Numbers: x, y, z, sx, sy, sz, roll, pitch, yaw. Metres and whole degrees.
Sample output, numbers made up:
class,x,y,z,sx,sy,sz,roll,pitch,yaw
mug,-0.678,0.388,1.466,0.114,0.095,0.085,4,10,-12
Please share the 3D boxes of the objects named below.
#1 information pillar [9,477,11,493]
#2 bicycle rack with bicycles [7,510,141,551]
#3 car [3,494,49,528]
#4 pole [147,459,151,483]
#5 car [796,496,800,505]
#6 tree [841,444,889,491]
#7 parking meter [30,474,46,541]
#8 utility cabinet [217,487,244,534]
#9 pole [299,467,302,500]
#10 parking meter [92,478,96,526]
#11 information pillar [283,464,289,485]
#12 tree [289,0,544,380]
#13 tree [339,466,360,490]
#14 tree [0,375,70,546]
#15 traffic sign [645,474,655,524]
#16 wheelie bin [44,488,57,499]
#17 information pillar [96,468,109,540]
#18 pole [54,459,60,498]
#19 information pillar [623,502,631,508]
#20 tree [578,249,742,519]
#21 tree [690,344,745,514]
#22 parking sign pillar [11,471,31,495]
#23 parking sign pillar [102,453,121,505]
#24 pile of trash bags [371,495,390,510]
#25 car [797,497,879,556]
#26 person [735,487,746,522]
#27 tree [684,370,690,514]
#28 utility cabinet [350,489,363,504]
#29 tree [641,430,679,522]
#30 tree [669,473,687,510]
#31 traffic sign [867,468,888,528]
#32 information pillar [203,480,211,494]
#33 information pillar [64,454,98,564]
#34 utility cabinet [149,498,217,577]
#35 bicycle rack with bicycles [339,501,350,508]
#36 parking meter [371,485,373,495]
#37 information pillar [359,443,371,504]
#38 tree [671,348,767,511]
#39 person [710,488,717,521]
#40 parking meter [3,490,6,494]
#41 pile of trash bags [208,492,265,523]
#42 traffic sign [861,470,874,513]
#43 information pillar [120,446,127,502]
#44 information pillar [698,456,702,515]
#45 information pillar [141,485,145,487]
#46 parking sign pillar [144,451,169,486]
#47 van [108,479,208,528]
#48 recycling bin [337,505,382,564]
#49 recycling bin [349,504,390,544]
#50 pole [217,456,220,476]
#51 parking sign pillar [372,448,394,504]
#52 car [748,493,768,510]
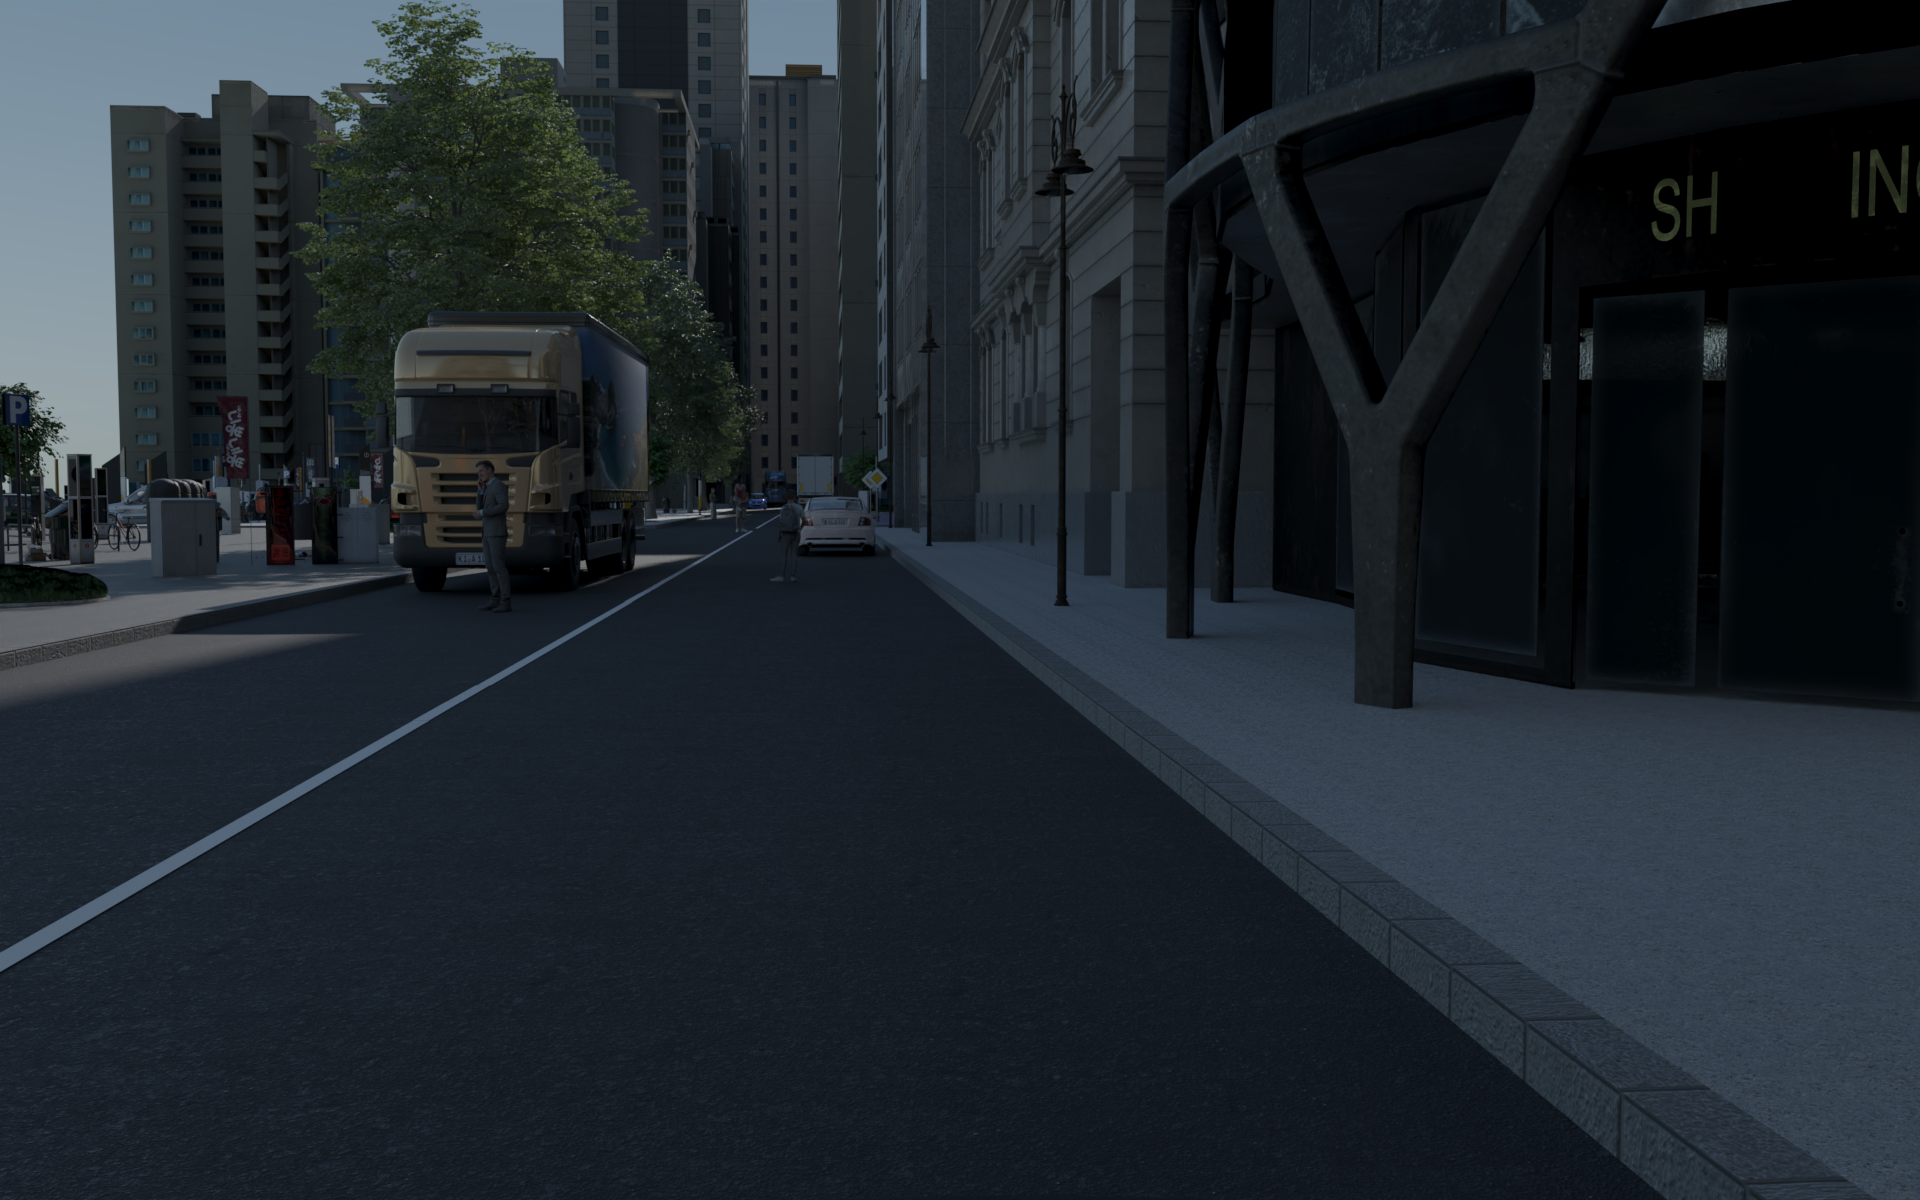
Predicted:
class,x,y,z,sx,sy,sz,roll,pitch,yaw
information pillar,-74.056,-8.794,135.139,0.504,3.616,0.183,2,4,33
bicycle rack with bicycles,-20.228,-1.581,39.228,2.852,0.926,2.925,-3,5,-44
car,-36.354,-3.527,67.461,4.222,1.686,2.009,0,4,-6
pole,-47.360,-6.568,101.224,0.158,3.312,0.155,0,3,0
car,-14.246,-9.072,160.332,2.014,1.417,4.499,0,4,-5
tree,-6.176,-7.960,113.859,4.285,4.588,4.351,0,3,0
parking meter,-25.215,-2.547,47.354,0.255,1.863,0.399,-1,4,-12
utility cabinet,-23.360,-2.854,55.346,0.318,1.500,1.173,-3,5,-43
pole,-50.027,-8.416,131.438,0.158,3.312,0.155,0,3,0
parking meter,-30.910,-3.451,62.128,0.255,1.863,0.399,-1,4,-9
information pillar,-52.688,-8.812,135.432,0.504,3.616,0.183,2,4,31
tree,-11.805,-7.495,40.666,7.486,12.596,7.792,0,3,0
tree,-40.986,-7.430,116.085,1.663,3.219,1.824,0,3,0
tree,-23.977,-3.622,42.929,4.285,4.588,4.351,0,3,0
traffic sign,-13.271,-4.246,73.064,0.795,2.450,0.064,0,4,-5
wheelie bin,-48.827,-5.194,92.828,0.693,1.594,0.980,0,4,4
information pillar,-24.147,-2.706,48.731,0.304,2.012,0.304,-2,4,-32
pole,-52.378,-6.522,100.479,0.158,3.312,0.155,0,3,0
information pillar,-14.727,-5.212,76.575,0.183,3.616,0.504,2,4,23
tree,-16.043,-11.147,88.911,9.857,13.997,8.962,0,3,0
tree,-18.165,-11.959,113.650,7.486,12.596,7.792,0,3,0
parking sign pillar,-71.211,-8.739,131.358,1.447,3.967,1.447,-1,4,-21
parking sign pillar,-53.845,-7.446,110.218,1.447,3.967,1.447,0,4,-3
pile of trash bags,-30.384,-4.946,90.623,3.447,1.369,1.912,3,4,36
car,-2.986,-1.791,41.647,2.083,1.381,4.827,0,4,-4
person,-11.182,-4.844,87.877,0.709,1.800,0.728,2,4,26
tree,-12.467,-8.069,50.050,7.486,12.596,7.792,0,3,0
utility cabinet,-27.169,-4.242,78.041,0.318,1.500,1.173,0,4,-7
tree,-14.585,-5.885,79.941,4.285,4.588,4.351,0,3,0
tree,-22.464,-11.703,141.711,4.360,8.622,3.978,0,3,0
traffic sign,-3.147,-3.806,65.869,0.795,2.450,0.064,0,4,-5
information pillar,-39.685,-5.309,91.292,0.304,2.012,0.304,-3,5,-44
information pillar,-16.107,-1.666,31.729,0.304,2.012,0.304,2,4,27
utility cabinet,-12.266,-0.992,27.383,0.306,1.237,1.020,2,4,26
bicycle rack with bicycles,-31.067,-4.372,84.857,2.852,0.926,2.925,-1,4,-16
parking meter,-43.667,-7.524,128.735,0.399,1.863,0.255,3,5,45
information pillar,-27.233,-5.381,79.340,0.504,3.616,0.183,-1,4,-14
tree,-19.448,-13.092,131.059,9.611,12.733,9.660,0,3,0
person,-12.995,-5.037,91.405,0.362,1.759,0.519,1,4,13
parking meter,-62.846,-6.442,113.742,0.372,1.533,0.369,0,3,0
pile of trash bags,-34.595,-4.522,83.680,3.447,1.369,1.912,-3,4,-36
traffic sign,-3.808,-4.293,73.827,0.795,2.450,0.064,0,4,-5
information pillar,-40.839,-5.703,84.597,0.504,3.616,0.183,3,5,40
information pillar,-15.895,-7.004,105.877,0.183,3.616,0.504,-1,4,-19
information pillar,-65.493,-8.226,138.981,0.304,2.012,0.304,2,4,33
parking sign pillar,-49.862,-7.280,107.503,1.447,3.967,1.447,-1,4,-8
van,-31.615,-3.716,67.764,4.112,2.044,2.013,0,4,-6
recycling bin,-11.199,-1.198,32.144,0.722,1.027,0.722,-1,4,-23
recycling bin,-15.065,-1.936,44.206,0.722,1.027,0.722,2,4,29
pole,-40.052,-6.099,93.567,0.158,3.312,0.155,0,3,0
parking sign pillar,-32.306,-6.661,97.382,1.447,3.967,1.447,0,4,-3
car,-18.824,-9.253,160.874,1.945,1.707,3.694,0,4,-5
